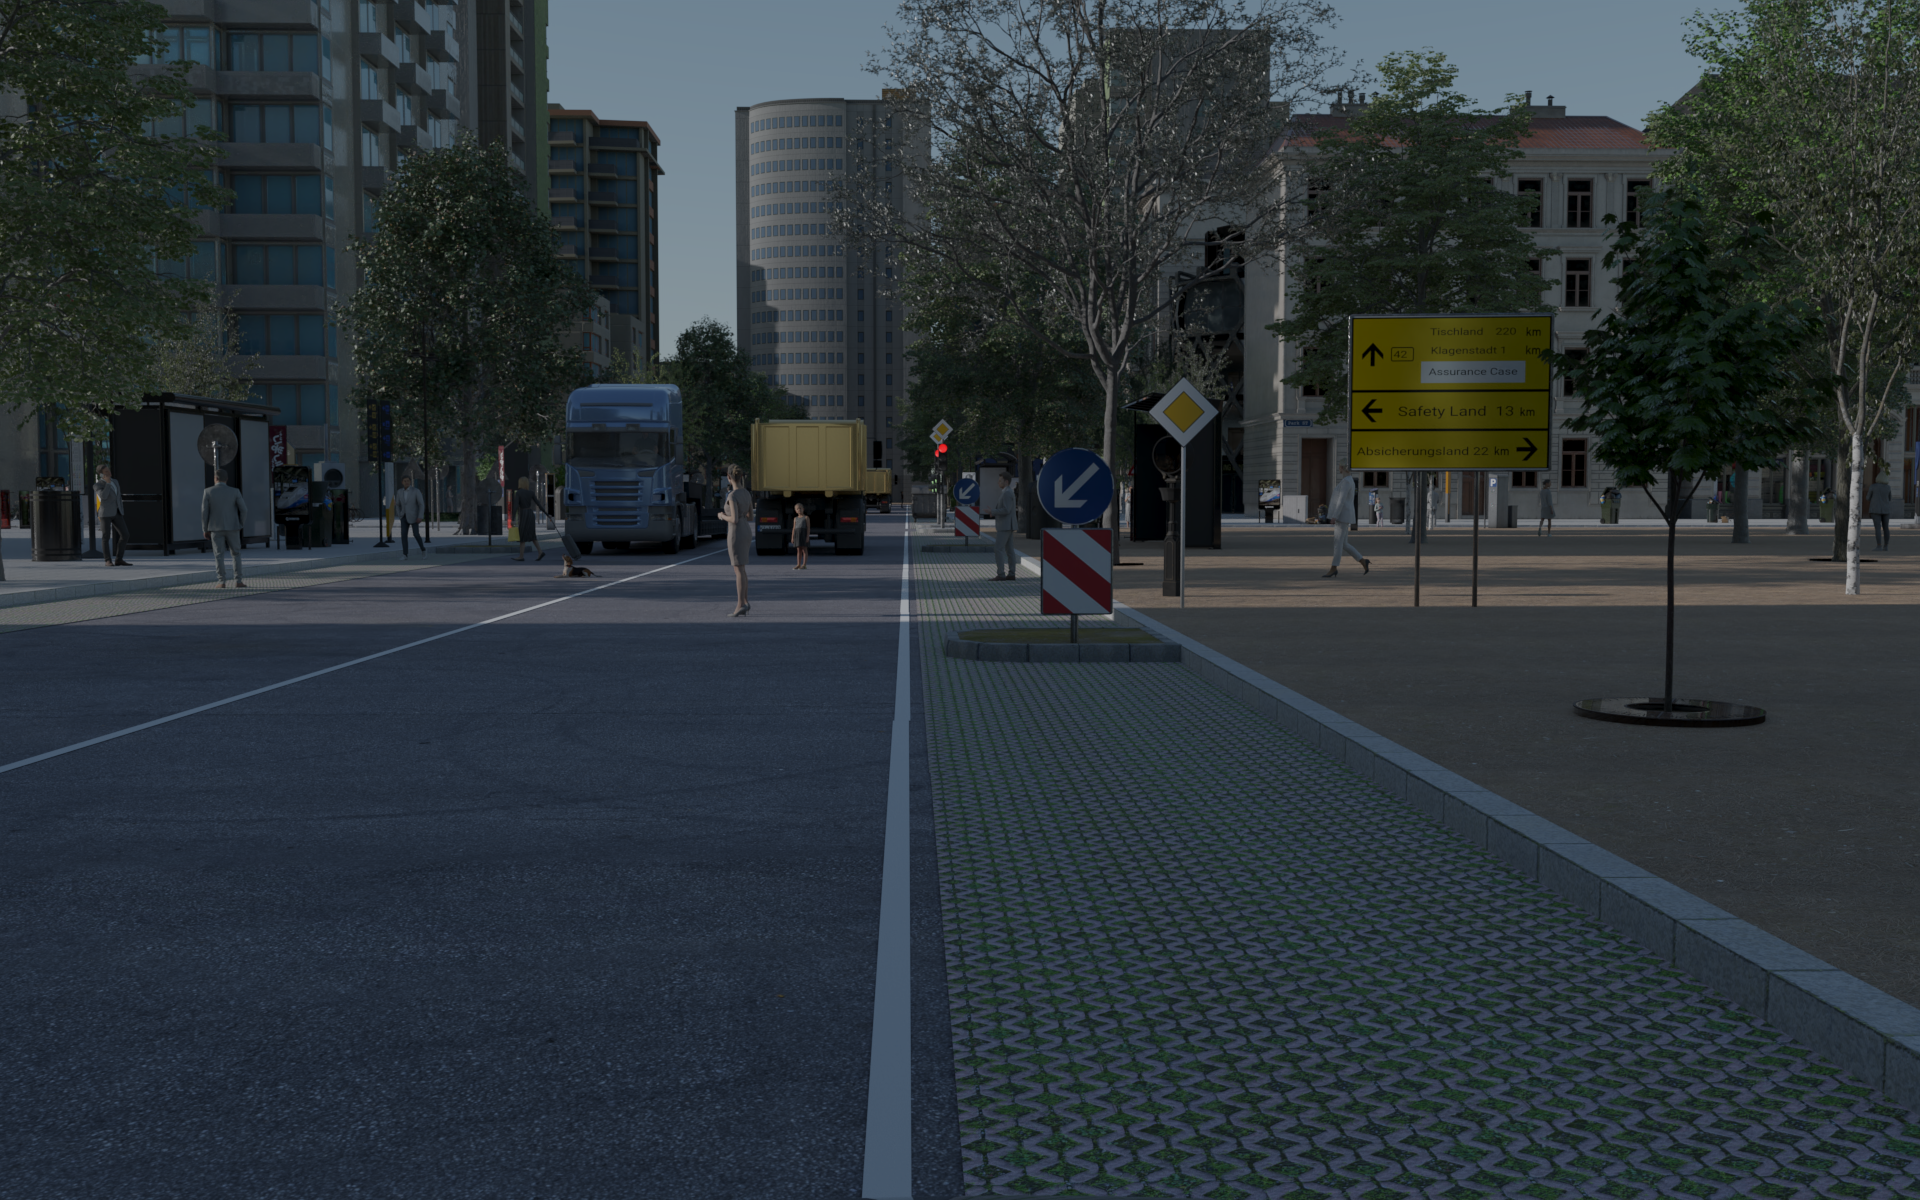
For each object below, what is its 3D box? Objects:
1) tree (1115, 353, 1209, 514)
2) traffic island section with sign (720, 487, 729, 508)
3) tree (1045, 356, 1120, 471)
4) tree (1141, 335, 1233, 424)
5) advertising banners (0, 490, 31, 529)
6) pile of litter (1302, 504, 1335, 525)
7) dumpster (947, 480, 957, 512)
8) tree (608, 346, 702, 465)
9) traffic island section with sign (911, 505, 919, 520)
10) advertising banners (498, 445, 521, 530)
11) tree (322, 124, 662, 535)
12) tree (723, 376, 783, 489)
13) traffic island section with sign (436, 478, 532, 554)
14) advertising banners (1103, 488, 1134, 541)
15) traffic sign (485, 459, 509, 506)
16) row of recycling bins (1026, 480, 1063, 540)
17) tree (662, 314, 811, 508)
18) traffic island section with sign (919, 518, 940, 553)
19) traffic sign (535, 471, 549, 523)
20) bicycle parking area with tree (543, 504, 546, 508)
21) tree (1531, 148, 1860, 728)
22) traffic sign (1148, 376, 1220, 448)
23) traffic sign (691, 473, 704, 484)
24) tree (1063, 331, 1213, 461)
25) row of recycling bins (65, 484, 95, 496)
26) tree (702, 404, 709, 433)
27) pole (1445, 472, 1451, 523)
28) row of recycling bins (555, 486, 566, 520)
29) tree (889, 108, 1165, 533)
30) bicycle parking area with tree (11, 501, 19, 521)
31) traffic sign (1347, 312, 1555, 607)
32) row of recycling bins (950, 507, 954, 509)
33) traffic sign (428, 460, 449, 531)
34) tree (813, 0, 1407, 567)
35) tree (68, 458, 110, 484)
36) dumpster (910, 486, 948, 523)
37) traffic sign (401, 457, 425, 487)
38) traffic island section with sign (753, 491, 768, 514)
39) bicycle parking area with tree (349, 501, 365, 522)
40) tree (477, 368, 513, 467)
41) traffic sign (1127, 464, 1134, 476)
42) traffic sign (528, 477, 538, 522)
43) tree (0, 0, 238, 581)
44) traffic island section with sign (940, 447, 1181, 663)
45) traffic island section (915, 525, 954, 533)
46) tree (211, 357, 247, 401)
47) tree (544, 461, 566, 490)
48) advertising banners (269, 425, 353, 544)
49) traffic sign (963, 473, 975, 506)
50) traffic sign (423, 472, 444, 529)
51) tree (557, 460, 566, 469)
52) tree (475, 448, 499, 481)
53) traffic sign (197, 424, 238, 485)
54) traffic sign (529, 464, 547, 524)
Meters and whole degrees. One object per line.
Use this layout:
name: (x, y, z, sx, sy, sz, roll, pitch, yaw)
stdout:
tree: (11.111, -8.599, 90.959, 4.737, 8.622, 4.395, 0, 3, 0)
traffic island section with sign: (-13.265, -5.479, 98.203, 1.989, 1.847, 2.006, 0, 4, -2)
tree: (8.439, -13.590, 140.323, 7.486, 12.596, 7.792, 0, 3, 0)
tree: (10.737, -7.960, 80.515, 4.360, 8.622, 3.978, 0, 3, 0)
advertising banners: (-35.065, -4.114, 63.458, 2.074, 3.025, 0.090, -3, 4, -37)
pile of litter: (15.076, -3.607, 72.938, 1.719, 0.858, 1.176, -1, 4, -13)
dumpster: (-0.139, -7.449, 124.284, 1.502, 2.255, 1.985, 0, 4, -2)
tree: (-16.006, -8.252, 85.277, 4.737, 8.622, 4.395, 0, 3, 0)
traffic island section with sign: (-1.597, -5.424, 97.317, 1.989, 1.847, 2.006, 0, 4, -2)
advertising banners: (-16.077, -4.016, 61.851, 0.090, 3.025, 2.074, -2, 4, -35)
tree: (-15.413, -8.394, 54.243, 9.611, 12.733, 9.660, 0, 3, 0)
tree: (-18.301, -13.537, 147.087, 9.928, 11.665, 9.643, 0, 3, 0)
traffic island section with sign: (-11.573, -2.062, 42.343, 1.989, 1.847, 2.006, 0, 4, -2)
advertising banners: (4.858, -3.121, 47.224, 2.074, 3.025, 0.090, 1, 4, 11)
traffic sign: (-17.355, -3.968, 64.880, 0.884, 2.594, 0.081, 0, 4, -1)
row of recycling bins: (2.384, -2.638, 50.237, 1.069, 1.692, 3.534, 0, 4, -1)
tree: (-16.008, -11.852, 110.787, 9.611, 12.733, 9.660, 0, 3, 0)
traffic island section with sign: (0.039, -2.102, 42.992, 1.989, 1.847, 2.006, 0, 4, -2)
traffic sign: (-18.218, -4.493, 75.584, 0.606, 2.300, 0.079, 0, 4, 0)
bicycle parking area with tree: (-31.458, -9.535, 142.903, 8.231, 4.147, 9.016, 1, 4, 15)
tree: (4.054, -0.928, 9.782, 1.663, 3.219, 1.824, 0, 3, 0)
traffic sign: (2.521, -1.204, 19.419, 0.795, 2.593, 0.064, 0, 4, 8)
traffic sign: (-15.783, -6.369, 104.245, 0.768, 2.556, 0.104, 0, 4, -1)
tree: (9.858, -9.979, 97.566, 8.767, 10.594, 7.601, 0, 4, 4)
row of recycling bins: (-37.663, -4.048, 73.301, 3.534, 1.692, 1.069, 3, 4, 37)
tree: (-15.504, -8.673, 92.165, 4.737, 8.622, 4.395, 0, 3, 0)
pole: (21.912, -5.131, 77.732, 0.158, 3.312, 0.155, 0, 3, 0)
row of recycling bins: (-18.348, -4.834, 86.146, 3.534, 1.692, 1.069, -1, 4, -12)
tree: (2.206, -9.173, 56.631, 9.857, 13.997, 8.962, 0, 3, 0)
bicycle parking area with tree: (-47.342, -5.685, 79.951, 8.231, 4.147, 9.016, 3, 5, 45)
traffic sign: (5.530, -1.574, 19.615, 2.265, 3.308, 0.079, 0, 4, 5)
row of recycling bins: (0.707, -7.830, 135.136, 3.534, 1.692, 1.069, 2, 4, 33)
traffic sign: (-18.101, -3.666, 60.050, 0.768, 2.556, 0.104, 0, 4, 3)
tree: (2.691, -7.376, 30.960, 12.009, 13.543, 11.850, 0, 3, 0)
tree: (-40.128, -5.229, 80.087, 1.663, 3.219, 1.824, 0, 3, 0)
dumpster: (-1.533, -4.794, 86.590, 1.865, 1.857, 1.264, 0, 3, 0)
traffic sign: (-19.050, -3.690, 60.343, 0.884, 2.594, 0.081, 0, 4, 3)
traffic island section with sign: (-14.067, -7.127, 125.146, 1.989, 1.847, 2.006, 0, 4, -2)
bicycle parking area with tree: (-31.864, -5.716, 80.461, 9.016, 4.147, 8.231, 0, 4, -5)
tree: (-26.163, -9.101, 99.160, 4.360, 8.622, 3.978, 0, 3, 0)
traffic sign: (5.254, -3.051, 49.884, 0.884, 2.594, 0.081, 0, 4, 2)
traffic sign: (-19.395, -4.851, 79.323, 0.884, 2.594, 0.081, 0, 4, 4)
tree: (-14.707, -6.555, 25.294, 7.486, 12.596, 7.792, 0, 3, 0)
traffic island section with sign: (0.861, -0.425, 15.574, 1.989, 1.847, 2.006, 0, 4, -2)
traffic island section: (-0.624, -2.597, 64.748, 2.009, 0.180, 2.903, 0, 4, -2)
tree: (-32.898, -7.541, 73.665, 4.737, 8.622, 4.395, 0, 3, 0)
tree: (-20.906, -5.906, 91.157, 1.663, 3.219, 1.824, 0, 3, 0)
advertising banners: (-16.546, -2.926, 44.027, 2.074, 3.025, 0.090, 0, 4, -8)
traffic sign: (0.434, -4.914, 82.472, 0.606, 2.300, 0.079, 0, 4, 4)
traffic sign: (-19.249, -3.862, 63.154, 0.884, 2.594, 0.081, 0, 4, 5)
tree: (-29.058, -9.076, 132.099, 4.285, 4.588, 4.351, 0, 3, 0)
tree: (-31.855, -8.286, 119.195, 4.285, 4.588, 4.351, 0, 3, 0)
traffic sign: (-13.450, -1.912, 31.373, 0.768, 2.556, 0.104, 0, 4, 6)
traffic sign: (-17.857, -4.479, 73.343, 0.768, 2.556, 0.104, 0, 4, 2)
